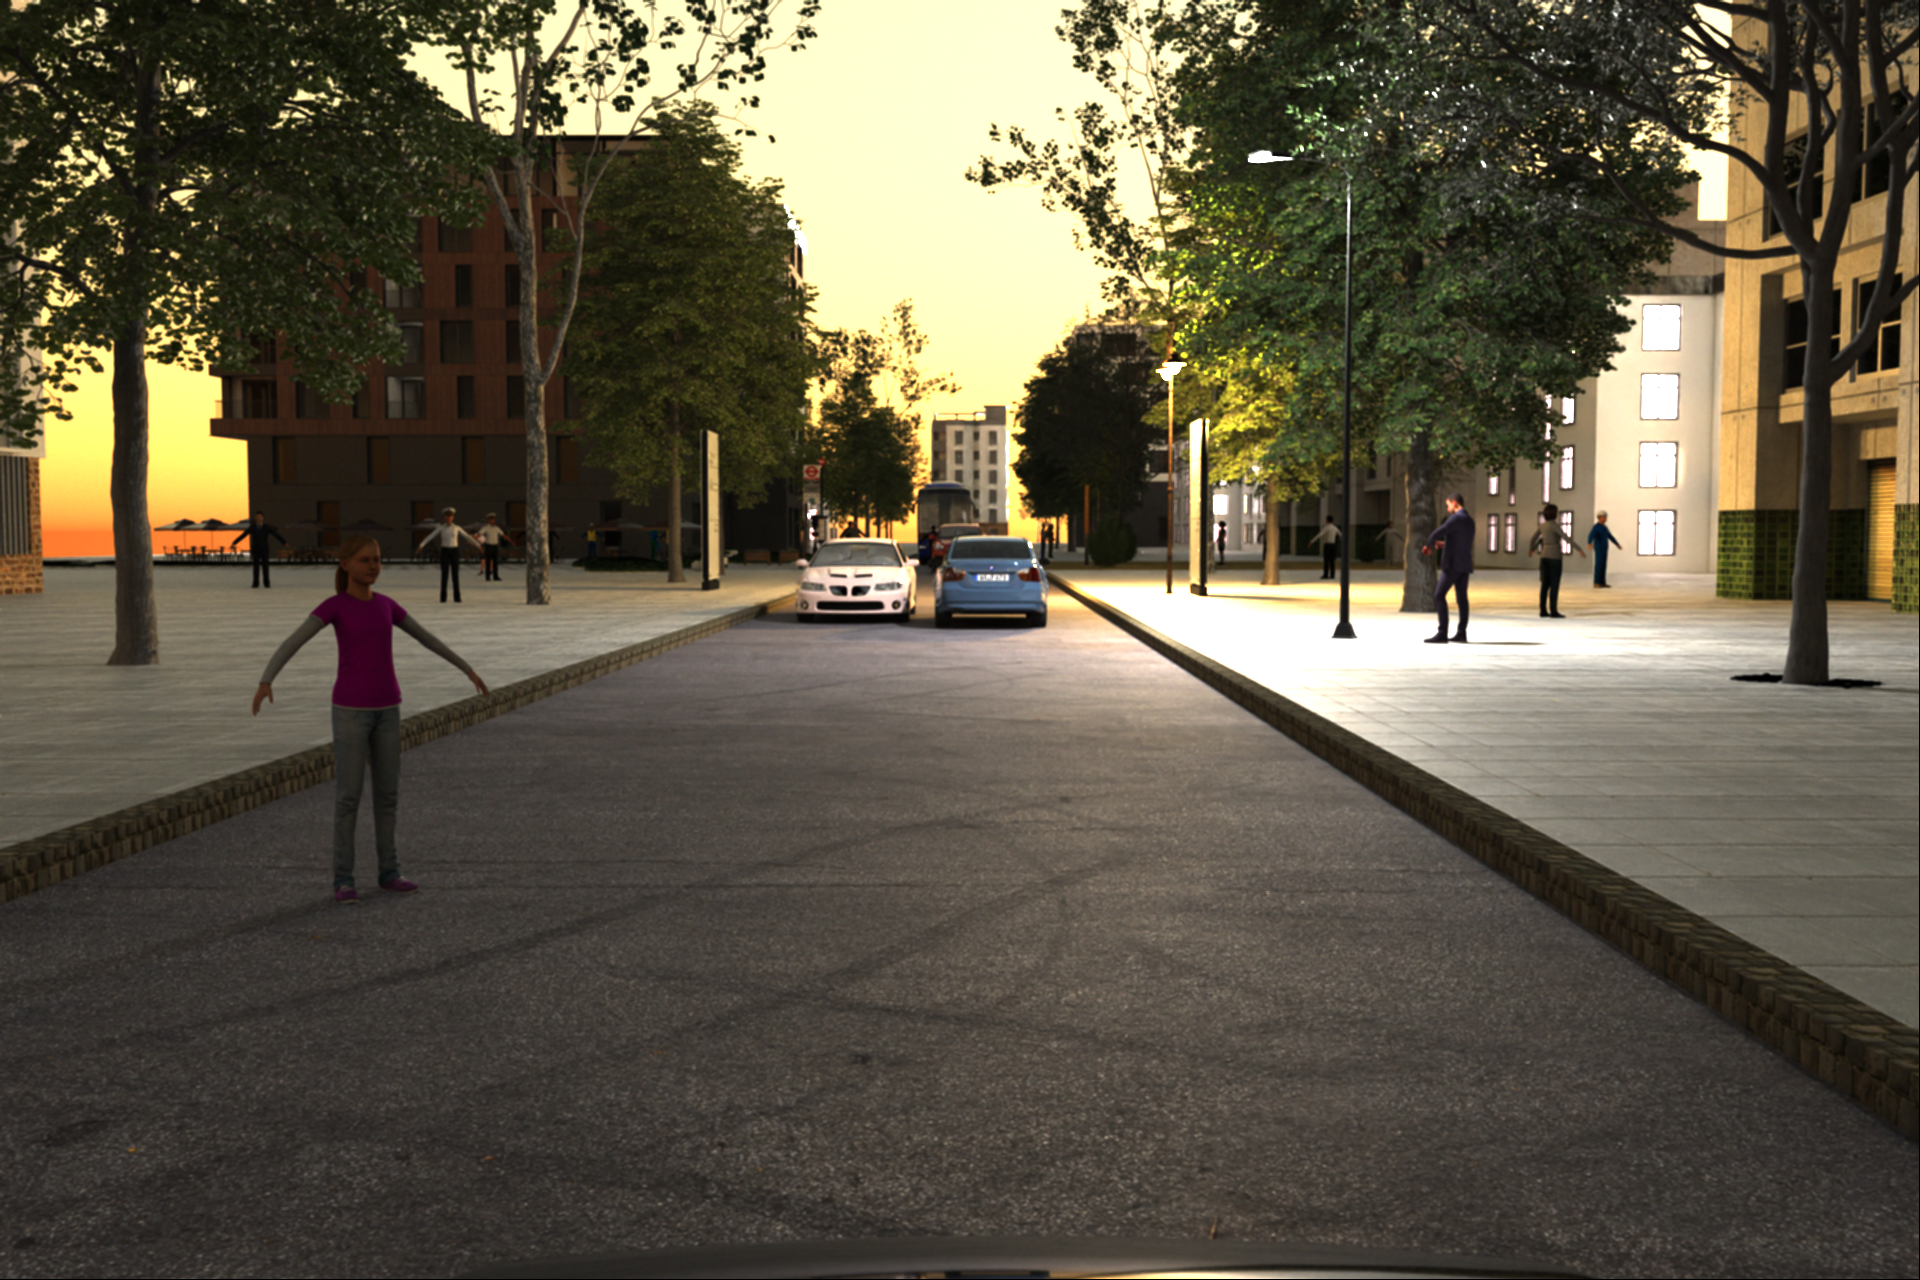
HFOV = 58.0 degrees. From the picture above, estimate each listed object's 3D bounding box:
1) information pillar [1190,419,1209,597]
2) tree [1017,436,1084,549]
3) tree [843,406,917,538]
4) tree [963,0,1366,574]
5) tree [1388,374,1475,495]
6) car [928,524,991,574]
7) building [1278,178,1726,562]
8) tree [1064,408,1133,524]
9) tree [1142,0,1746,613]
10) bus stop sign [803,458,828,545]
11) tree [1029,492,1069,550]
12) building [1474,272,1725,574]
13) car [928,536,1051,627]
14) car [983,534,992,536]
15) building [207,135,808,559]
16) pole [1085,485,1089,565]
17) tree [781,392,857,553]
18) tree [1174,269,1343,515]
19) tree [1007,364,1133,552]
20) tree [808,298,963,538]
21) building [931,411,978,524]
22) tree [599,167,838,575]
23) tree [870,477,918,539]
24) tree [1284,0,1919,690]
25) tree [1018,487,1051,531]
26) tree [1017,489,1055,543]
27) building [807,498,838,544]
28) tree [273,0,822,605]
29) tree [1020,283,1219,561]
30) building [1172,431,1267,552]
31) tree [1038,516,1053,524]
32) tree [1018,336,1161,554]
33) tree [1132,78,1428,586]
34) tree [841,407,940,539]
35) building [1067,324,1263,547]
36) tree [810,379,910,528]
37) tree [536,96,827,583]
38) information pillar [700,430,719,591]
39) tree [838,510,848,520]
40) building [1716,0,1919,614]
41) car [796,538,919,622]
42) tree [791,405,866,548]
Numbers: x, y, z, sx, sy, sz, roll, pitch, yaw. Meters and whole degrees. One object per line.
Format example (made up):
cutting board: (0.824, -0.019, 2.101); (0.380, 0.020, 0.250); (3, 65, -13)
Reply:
information pillar: (4.996, -2.745, 36.191); (0.184, 3.620, 1.656); (0, 4, 1)
tree: (8.620, -13.725, 150.158); (9.928, 11.665, 9.643); (0, 3, 0)
tree: (-7.371, -14.384, 153.302); (7.486, 12.596, 7.792); (0, 3, 0)
tree: (6.981, -12.250, 56.175); (12.611, 20.169, 13.585); (0, 3, 0)
tree: (20.028, -7.697, 76.205); (4.360, 8.622, 3.978); (0, 3, 0)
car: (0.002, -3.328, 63.082); (2.281, 1.827, 5.304); (0, 4, 0)
building: (28.236, -13.960, 94.710); (16.747, 18.905, 31.486); (0, 4, 0)
tree: (8.147, -9.053, 98.379); (4.737, 8.622, 4.395); (0, 3, 0)
tree: (7.586, -7.426, 28.075); (9.857, 13.997, 8.962); (0, 3, 0)
bus stop sign: (-5.072, -4.419, 60.952); (0.855, 3.939, 0.416); (0, 4, 1)
tree: (8.082, -11.535, 138.954); (4.360, 8.622, 3.978); (0, 3, 0)
building: (25.207, -6.995, 56.512); (9.099, 9.664, 28.070); (0, 4, 1)
car: (0.484, -0.977, 27.973); (2.014, 1.417, 4.499); (0, 4, 0)
car: (0.702, -3.588, 70.456); (2.131, 1.459, 4.920); (0, 4, 0)
building: (-24.727, -15.987, 105.357); (27.936, 21.610, 32.646); (0, 4, 0)
pole: (5.275, -4.780, 71.991); (0.158, 3.312, 0.155); (0, 3, 0)
tree: (-7.739, -8.583, 90.691); (4.737, 8.622, 4.395); (0, 3, 0)
tree: (12.675, -9.349, 70.988); (7.486, 12.596, 7.792); (0, 3, 0)
tree: (7.967, -13.305, 124.185); (9.857, 13.997, 8.962); (0, 3, 0)
tree: (-6.581, -17.317, 139.020); (12.611, 20.169, 13.585); (0, 3, 0)
building: (-4.057, -24.440, 258.467); (11.380, 20.090, 16.016); (0, 4, 6)
tree: (-7.722, -8.333, 54.372); (7.486, 12.596, 7.792); (0, 3, 0)
tree: (-9.673, -20.482, 253.014); (7.486, 12.596, 7.792); (0, 3, 0)
tree: (7.419, -6.371, 14.529); (12.009, 13.543, 11.850); (0, 3, 0)
tree: (7.909, -13.248, 166.974); (4.737, 8.622, 4.395); (0, 3, 0)
tree: (12.014, -19.871, 259.307); (7.601, 10.594, 8.767); (0, 4, 6)
building: (-20.470, -17.510, 228.440); (9.099, 9.664, 28.070); (0, 4, 1)
tree: (-8.307, -10.625, 29.615); (12.611, 20.169, 13.585); (0, 3, 0)
tree: (7.892, -10.599, 83.656); (12.009, 13.543, 11.850); (0, 3, 0)
building: (22.263, -11.671, 132.966); (9.099, 9.664, 28.070); (0, 4, 1)
tree: (13.318, -18.480, 252.516); (4.360, 8.622, 3.978); (0, 3, 0)
tree: (8.225, -12.439, 110.029); (9.857, 13.997, 8.962); (0, 3, 0)
tree: (7.987, -7.659, 43.353); (7.486, 12.596, 7.792); (0, 3, 0)
tree: (-6.992, -15.620, 165.758); (12.009, 13.543, 11.850); (0, 3, 0)
building: (25.317, -20.869, 185.183); (27.936, 21.610, 32.646); (0, 4, 0)
tree: (-7.537, -12.735, 126.344); (7.486, 12.596, 7.792); (0, 3, 0)
tree: (-7.373, -7.771, 45.176); (7.486, 12.596, 7.792); (0, 3, 0)
information pillar: (-5.763, -2.974, 39.946); (0.184, 3.620, 1.656); (0, 4, 0)
tree: (-19.688, -19.887, 259.566); (7.601, 10.594, 8.767); (1, 4, 9)
building: (23.589, -9.322, 18.874); (16.747, 18.905, 31.486); (0, 4, 1)
car: (-1.725, -1.064, 29.755); (2.083, 1.381, 4.827); (0, 4, 1)
tree: (-7.649, -8.980, 97.186); (4.737, 8.622, 4.395); (0, 3, 0)
